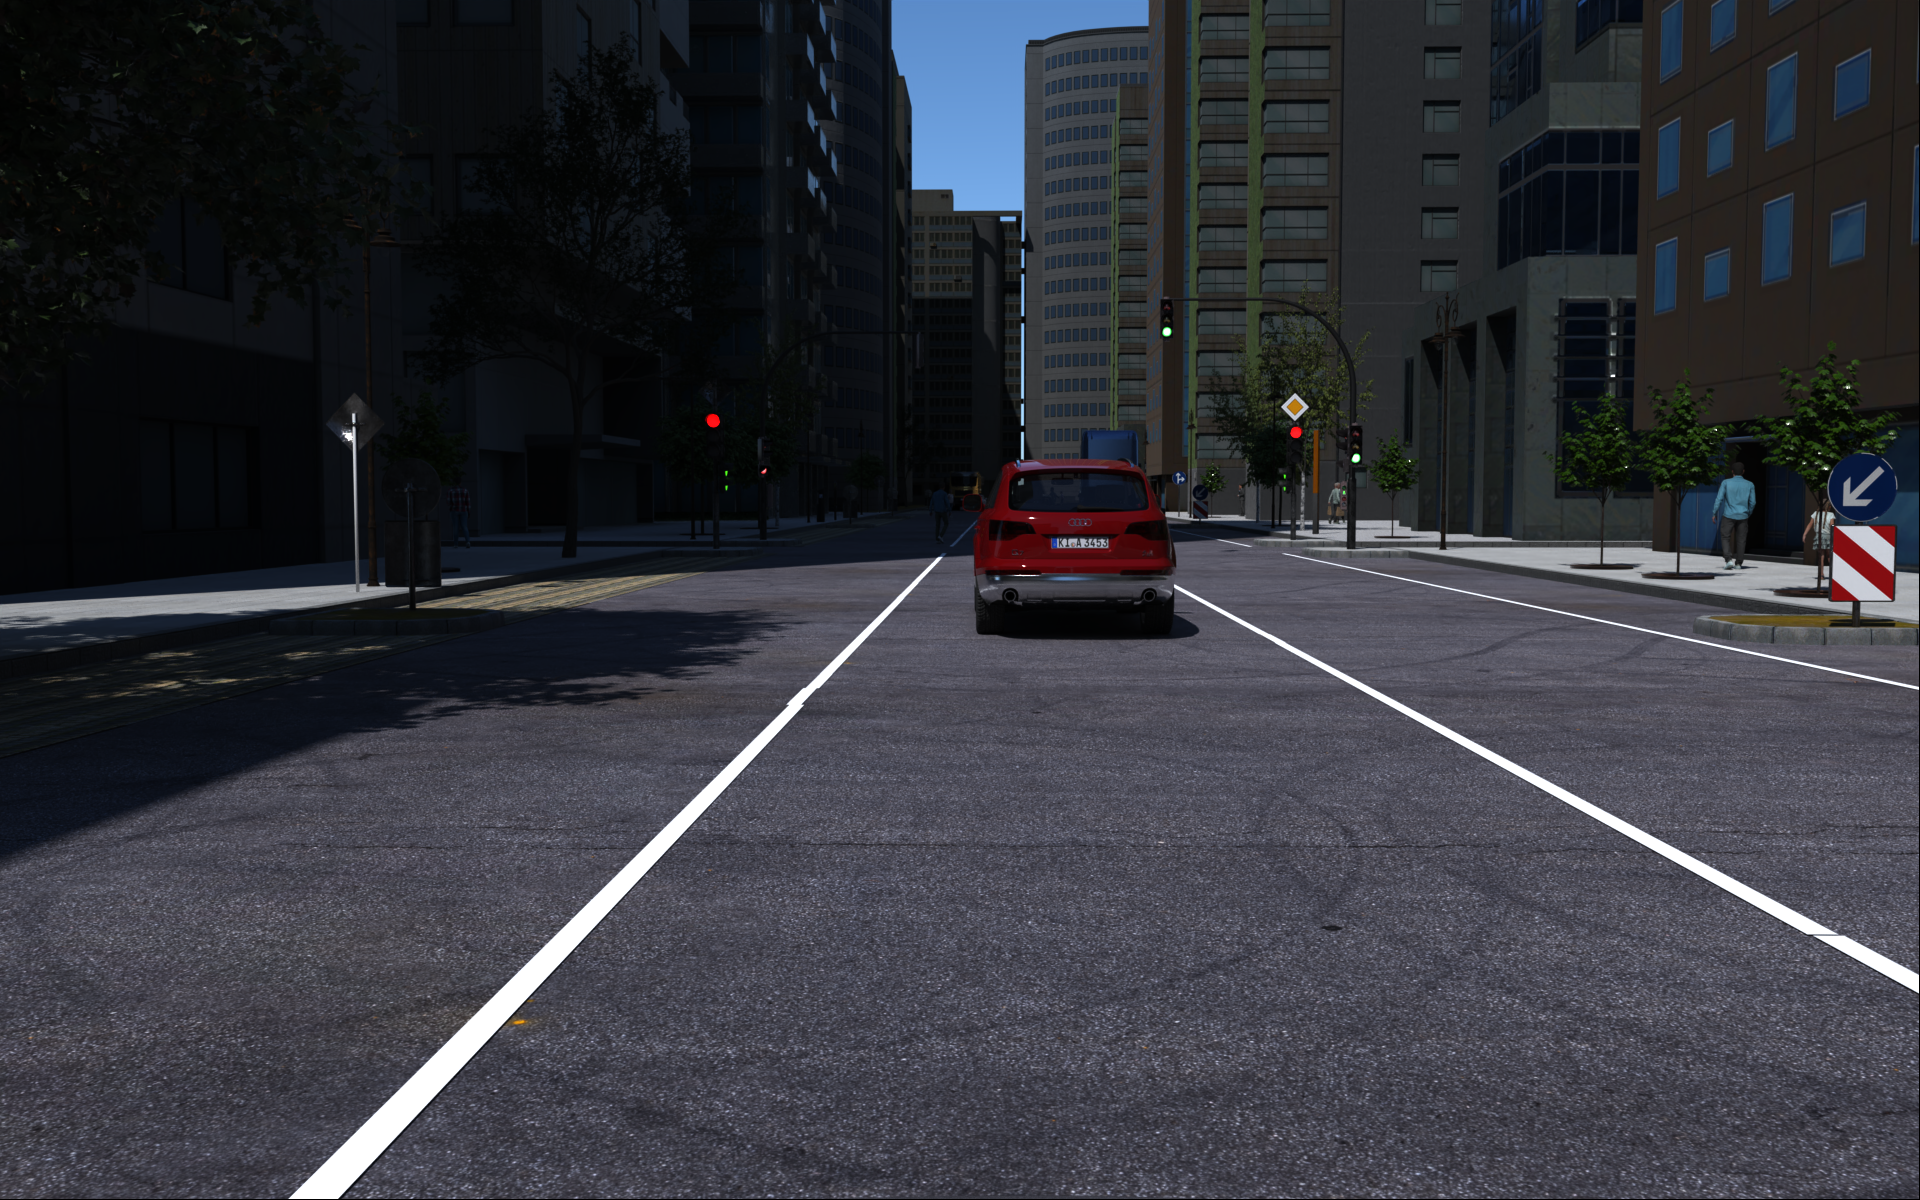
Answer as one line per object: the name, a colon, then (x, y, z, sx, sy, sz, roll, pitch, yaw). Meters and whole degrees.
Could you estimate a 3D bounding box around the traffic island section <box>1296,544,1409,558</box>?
traffic island section: (9.101, -1.099, 40.255, 2.009, 0.180, 2.903, 0, 4, 1)

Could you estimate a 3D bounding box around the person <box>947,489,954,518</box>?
person: (-0.733, -5.760, 103.344, 0.598, 1.740, 0.731, 2, 4, 34)

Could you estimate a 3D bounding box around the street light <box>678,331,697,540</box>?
street light: (-7.541, -4.647, 48.769, 0.468, 5.910, 1.993, 0, 4, 1)

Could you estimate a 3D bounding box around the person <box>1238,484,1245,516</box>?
person: (16.169, -5.737, 99.648, 0.447, 1.846, 0.655, 0, 4, -1)

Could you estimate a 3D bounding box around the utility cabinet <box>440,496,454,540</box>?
utility cabinet: (-14.508, -2.258, 48.085, 1.020, 1.237, 0.306, 1, 4, 9)

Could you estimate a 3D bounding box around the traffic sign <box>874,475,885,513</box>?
traffic sign: (-5.478, -7.205, 117.903, 0.768, 2.556, 0.104, 0, 4, 6)

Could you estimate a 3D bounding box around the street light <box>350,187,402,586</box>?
street light: (-8.169, -3.129, 23.943, 0.468, 5.910, 1.993, 0, 4, 1)

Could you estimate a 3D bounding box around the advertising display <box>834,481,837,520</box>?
advertising display: (-6.122, -4.884, 85.065, 0.123, 1.923, 0.974, 0, 4, -2)

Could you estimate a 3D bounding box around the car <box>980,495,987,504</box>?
car: (1.872, -10.538, 184.652, 2.083, 1.381, 4.827, 0, 4, 1)

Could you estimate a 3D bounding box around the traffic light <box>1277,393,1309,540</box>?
traffic light: (9.260, -3.621, 48.125, 0.839, 4.253, 0.868, 0, 4, 1)

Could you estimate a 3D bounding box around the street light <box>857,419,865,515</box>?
street light: (-6.085, -8.202, 106.887, 0.468, 5.910, 1.993, 0, 4, 1)

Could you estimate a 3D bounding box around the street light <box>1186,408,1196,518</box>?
street light: (12.457, -7.378, 93.425, 0.468, 5.910, 1.993, 0, 4, 1)

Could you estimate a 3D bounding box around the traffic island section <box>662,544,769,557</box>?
traffic island section: (-5.736, -1.122, 40.628, 2.009, 0.180, 2.903, 0, 4, 1)

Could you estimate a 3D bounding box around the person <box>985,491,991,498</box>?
person: (2.963, -9.817, 169.729, 1.217, 1.743, 0.721, 1, 4, 21)

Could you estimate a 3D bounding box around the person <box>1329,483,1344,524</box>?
person: (16.028, -4.110, 73.720, 0.515, 1.767, 0.782, 0, 4, -7)

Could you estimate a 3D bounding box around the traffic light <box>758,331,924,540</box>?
traffic light: (-3.404, -4.513, 48.458, 4.771, 5.953, 1.251, 0, 4, 1)

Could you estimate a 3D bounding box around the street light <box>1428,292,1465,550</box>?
street light: (11.128, -4.094, 39.727, 0.468, 5.910, 1.993, 0, 4, 1)

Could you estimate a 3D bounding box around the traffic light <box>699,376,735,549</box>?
traffic light: (-5.696, -3.154, 40.492, 0.839, 4.253, 0.868, 0, 4, 1)

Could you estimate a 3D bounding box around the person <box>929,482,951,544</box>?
person: (-0.571, -2.513, 49.936, 0.601, 1.785, 0.444, 2, 4, 31)

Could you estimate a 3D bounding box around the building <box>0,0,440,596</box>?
building: (-22.129, -35.978, 26.500, 20.611, 71.187, 20.563, 0, 4, 1)

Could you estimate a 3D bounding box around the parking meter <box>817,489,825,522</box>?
parking meter: (-6.371, -4.328, 79.177, 0.372, 1.533, 0.369, 0, 3, 0)

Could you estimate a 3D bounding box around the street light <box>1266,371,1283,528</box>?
street light: (11.711, -5.616, 64.610, 0.468, 5.910, 1.993, 0, 4, 1)

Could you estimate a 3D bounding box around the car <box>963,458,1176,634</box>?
car: (1.168, -0.648, 19.262, 2.281, 1.827, 5.304, 0, 4, 0)

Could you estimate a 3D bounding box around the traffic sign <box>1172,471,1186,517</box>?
traffic sign: (12.185, -5.883, 96.293, 0.768, 2.556, 0.104, 0, 4, 6)

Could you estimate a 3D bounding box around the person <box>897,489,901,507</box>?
person: (-6.189, -10.171, 172.366, 0.705, 1.821, 1.348, 1, 4, 16)

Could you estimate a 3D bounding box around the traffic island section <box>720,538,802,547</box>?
traffic island section: (-5.537, -1.610, 48.610, 2.009, 0.180, 2.903, 0, 4, 1)

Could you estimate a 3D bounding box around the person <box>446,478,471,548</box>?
person: (-11.862, -2.086, 40.994, 0.563, 1.720, 0.643, -2, 4, -25)

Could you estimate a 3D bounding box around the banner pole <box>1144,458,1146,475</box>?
banner pole: (12.858, -7.969, 120.307, 0.401, 3.779, 0.863, 0, 4, -4)

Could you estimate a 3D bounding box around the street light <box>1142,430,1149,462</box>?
street light: (13.163, -9.177, 122.824, 0.468, 5.910, 1.993, 0, 4, 1)

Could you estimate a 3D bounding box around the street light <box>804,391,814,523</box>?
street light: (-6.813, -6.420, 77.760, 0.468, 5.910, 1.993, 0, 4, 1)

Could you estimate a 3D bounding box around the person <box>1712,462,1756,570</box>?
person: (13.169, -1.430, 29.446, 0.660, 1.820, 0.620, 1, 4, 10)

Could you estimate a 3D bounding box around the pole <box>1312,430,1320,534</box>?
pole: (11.403, -3.766, 55.424, 0.158, 3.312, 0.155, 0, 3, 0)

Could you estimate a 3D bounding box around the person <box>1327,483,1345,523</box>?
person: (16.731, -4.316, 77.099, 0.782, 1.767, 0.515, 2, 4, 27)

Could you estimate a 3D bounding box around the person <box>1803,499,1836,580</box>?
person: (12.817, -0.902, 25.800, 0.505, 1.210, 0.382, 2, 4, 34)

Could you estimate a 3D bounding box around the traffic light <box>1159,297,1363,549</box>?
traffic light: (6.968, -3.999, 40.053, 4.771, 5.953, 1.251, 0, 4, 1)

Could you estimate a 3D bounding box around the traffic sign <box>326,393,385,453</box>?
traffic sign: (-7.881, -1.397, 22.573, 0.795, 2.593, 0.064, 0, 4, 5)

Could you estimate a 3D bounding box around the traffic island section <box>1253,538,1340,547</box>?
traffic island section: (9.300, -1.588, 48.238, 2.009, 0.180, 2.903, 0, 4, 1)
